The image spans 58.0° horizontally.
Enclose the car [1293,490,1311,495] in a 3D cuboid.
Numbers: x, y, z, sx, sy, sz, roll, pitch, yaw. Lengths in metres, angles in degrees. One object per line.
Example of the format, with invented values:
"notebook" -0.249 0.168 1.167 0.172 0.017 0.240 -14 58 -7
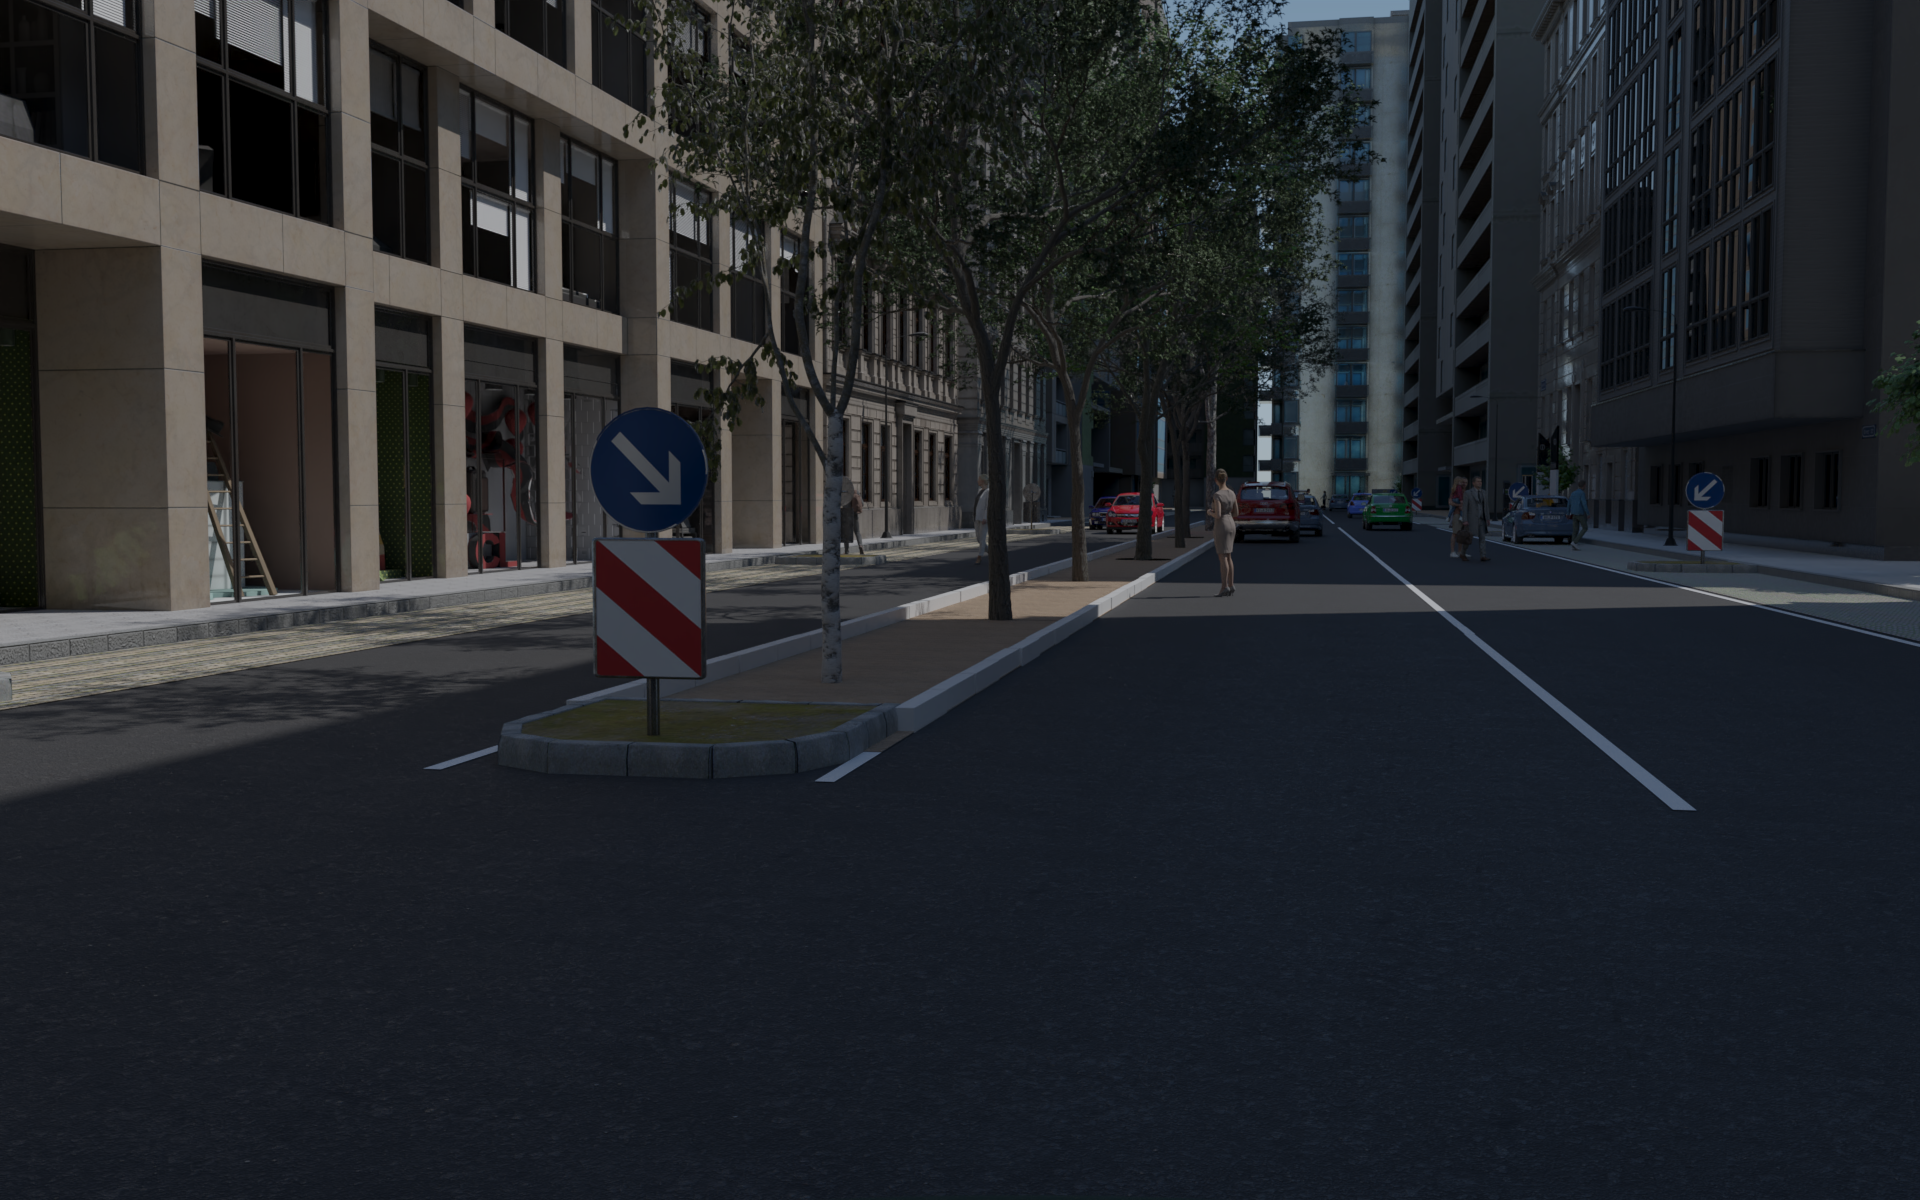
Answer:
"car" 29.260 -8.628 149.740 2.281 1.827 5.304 1 4 9

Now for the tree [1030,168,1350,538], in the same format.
"tree" 7.315 -8.734 55.627 12.009 13.543 11.850 0 3 0

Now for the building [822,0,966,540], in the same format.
"building" -6.299 -11.633 54.831 10.561 19.102 19.286 1 4 11

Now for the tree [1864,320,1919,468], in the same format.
"tree" 15.676 -2.606 26.319 4.285 4.588 4.351 0 3 0

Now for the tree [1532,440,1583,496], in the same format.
"tree" 21.185 -4.099 61.615 1.663 3.219 1.824 0 3 0

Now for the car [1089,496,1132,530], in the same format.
"car" 6.257 -3.536 70.388 1.945 1.354 3.894 1 4 11

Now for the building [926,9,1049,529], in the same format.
"building" -2.195 -13.695 73.069 9.793 20.994 18.267 1 4 11

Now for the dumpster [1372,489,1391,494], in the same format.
"dumpster" 35.393 -8.370 145.064 1.865 1.857 1.264 1 4 10

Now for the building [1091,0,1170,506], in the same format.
"building" 10.885 -30.814 153.912 14.200 45.320 14.600 1 4 11

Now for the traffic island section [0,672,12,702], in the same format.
"traffic island section" -7.699 0.673 11.273 2.009 0.180 2.903 1 4 11

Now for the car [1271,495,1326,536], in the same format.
"car" 11.672 -2.936 60.011 2.014 1.417 4.499 1 4 11

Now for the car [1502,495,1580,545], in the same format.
"car" 16.828 -2.340 50.261 2.014 1.417 4.499 1 4 11

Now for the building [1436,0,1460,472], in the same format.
"building" 47.370 -32.291 117.201 28.713 52.752 27.495 1 4 11

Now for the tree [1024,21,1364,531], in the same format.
"tree" 8.712 -12.809 67.772 12.611 20.169 13.585 0 3 0

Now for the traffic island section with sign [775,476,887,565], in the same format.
"traffic island section with sign" -2.588 -1.658 35.732 1.989 1.847 2.006 1 4 11

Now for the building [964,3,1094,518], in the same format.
"building" -0.546 -25.044 93.060 14.154 41.232 14.086 1 4 11

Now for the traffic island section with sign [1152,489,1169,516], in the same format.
"traffic island section with sign" 12.242 -6.316 111.888 1.989 1.847 2.006 1 4 11

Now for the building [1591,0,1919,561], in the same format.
"building" 25.199 -15.258 42.974 14.314 27.812 24.014 1 4 11

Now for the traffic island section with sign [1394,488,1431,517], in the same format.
"traffic island section with sign" 28.298 -6.074 107.942 1.989 1.847 2.006 1 4 11

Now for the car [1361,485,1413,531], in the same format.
"car" 17.078 -3.699 69.277 1.959 1.807 4.718 1 4 10

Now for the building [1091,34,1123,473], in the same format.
"building" -3.805 -32.125 114.481 28.713 52.752 27.495 1 4 11

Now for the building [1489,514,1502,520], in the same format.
"building" 38.849 -28.731 93.446 21.300 48.544 21.600 1 4 11

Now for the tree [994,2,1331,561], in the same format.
"tree" 4.041 -6.643 36.831 9.928 11.665 9.643 0 3 0

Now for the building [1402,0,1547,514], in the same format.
"building" 48.250 -31.720 142.327 21.300 48.544 21.600 1 4 11

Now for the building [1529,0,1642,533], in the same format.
"building" 30.044 -16.508 67.175 12.463 27.353 25.104 1 4 11

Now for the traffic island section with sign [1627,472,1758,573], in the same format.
"traffic island section with sign" 13.554 -1.442 32.203 1.989 1.847 2.006 1 4 11

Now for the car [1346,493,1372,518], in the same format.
"car" 24.062 -5.747 103.552 1.945 1.707 3.694 1 4 11

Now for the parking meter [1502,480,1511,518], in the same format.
"parking meter" 23.332 -4.174 73.948 0.255 1.863 0.399 0 4 7

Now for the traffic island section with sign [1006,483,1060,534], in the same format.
"traffic island section with sign" 2.565 -3.277 62.209 1.989 1.847 2.006 1 4 11

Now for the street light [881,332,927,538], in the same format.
"street light" -1.602 -4.733 49.933 1.470 5.913 1.316 1 4 11

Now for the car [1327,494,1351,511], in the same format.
"car" 31.673 -8.102 144.467 2.014 1.417 4.499 1 4 12

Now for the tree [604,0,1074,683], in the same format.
"tree" -0.940 -3.685 13.073 4.360 8.622 3.978 0 3 0

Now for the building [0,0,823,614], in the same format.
"building" -16.218 -13.752 29.364 19.350 26.468 34.151 1 4 11

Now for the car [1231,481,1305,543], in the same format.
"car" 9.279 -2.679 52.476 2.281 1.827 5.304 1 4 11

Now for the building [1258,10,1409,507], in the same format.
"building" 45.710 -33.913 174.082 30.456 49.044 23.786 1 4 11

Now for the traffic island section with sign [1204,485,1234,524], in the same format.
"traffic island section with sign" 12.848 -4.608 83.481 2.006 1.907 1.989 1 4 11

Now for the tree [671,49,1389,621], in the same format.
"tree" 0.546 -5.062 19.626 8.767 10.594 7.601 1 4 11

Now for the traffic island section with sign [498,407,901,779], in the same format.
"traffic island section with sign" -1.513 -0.097 9.722 2.006 1.907 1.989 1 4 11

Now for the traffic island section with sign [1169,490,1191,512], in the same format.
"traffic island section with sign" 17.398 -7.934 138.347 1.989 1.847 2.006 1 4 11

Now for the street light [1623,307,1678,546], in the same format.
"street light" 17.126 -4.307 42.968 1.470 5.913 1.316 1 4 11

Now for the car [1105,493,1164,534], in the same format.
"car" 6.417 -3.317 63.277 2.155 1.783 4.494 1 4 12

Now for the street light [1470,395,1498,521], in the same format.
"street light" 24.650 -6.660 81.430 1.470 5.913 1.316 1 4 11

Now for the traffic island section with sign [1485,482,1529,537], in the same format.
"traffic island section with sign" 18.704 -3.060 58.663 1.989 1.847 2.006 1 4 11

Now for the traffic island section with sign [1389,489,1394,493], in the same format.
"traffic island section with sign" 33.470 -7.692 134.398 1.989 1.847 2.006 1 4 11

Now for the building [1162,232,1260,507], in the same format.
"building" 22.835 -24.590 173.743 14.107 30.474 14.160 1 4 11
